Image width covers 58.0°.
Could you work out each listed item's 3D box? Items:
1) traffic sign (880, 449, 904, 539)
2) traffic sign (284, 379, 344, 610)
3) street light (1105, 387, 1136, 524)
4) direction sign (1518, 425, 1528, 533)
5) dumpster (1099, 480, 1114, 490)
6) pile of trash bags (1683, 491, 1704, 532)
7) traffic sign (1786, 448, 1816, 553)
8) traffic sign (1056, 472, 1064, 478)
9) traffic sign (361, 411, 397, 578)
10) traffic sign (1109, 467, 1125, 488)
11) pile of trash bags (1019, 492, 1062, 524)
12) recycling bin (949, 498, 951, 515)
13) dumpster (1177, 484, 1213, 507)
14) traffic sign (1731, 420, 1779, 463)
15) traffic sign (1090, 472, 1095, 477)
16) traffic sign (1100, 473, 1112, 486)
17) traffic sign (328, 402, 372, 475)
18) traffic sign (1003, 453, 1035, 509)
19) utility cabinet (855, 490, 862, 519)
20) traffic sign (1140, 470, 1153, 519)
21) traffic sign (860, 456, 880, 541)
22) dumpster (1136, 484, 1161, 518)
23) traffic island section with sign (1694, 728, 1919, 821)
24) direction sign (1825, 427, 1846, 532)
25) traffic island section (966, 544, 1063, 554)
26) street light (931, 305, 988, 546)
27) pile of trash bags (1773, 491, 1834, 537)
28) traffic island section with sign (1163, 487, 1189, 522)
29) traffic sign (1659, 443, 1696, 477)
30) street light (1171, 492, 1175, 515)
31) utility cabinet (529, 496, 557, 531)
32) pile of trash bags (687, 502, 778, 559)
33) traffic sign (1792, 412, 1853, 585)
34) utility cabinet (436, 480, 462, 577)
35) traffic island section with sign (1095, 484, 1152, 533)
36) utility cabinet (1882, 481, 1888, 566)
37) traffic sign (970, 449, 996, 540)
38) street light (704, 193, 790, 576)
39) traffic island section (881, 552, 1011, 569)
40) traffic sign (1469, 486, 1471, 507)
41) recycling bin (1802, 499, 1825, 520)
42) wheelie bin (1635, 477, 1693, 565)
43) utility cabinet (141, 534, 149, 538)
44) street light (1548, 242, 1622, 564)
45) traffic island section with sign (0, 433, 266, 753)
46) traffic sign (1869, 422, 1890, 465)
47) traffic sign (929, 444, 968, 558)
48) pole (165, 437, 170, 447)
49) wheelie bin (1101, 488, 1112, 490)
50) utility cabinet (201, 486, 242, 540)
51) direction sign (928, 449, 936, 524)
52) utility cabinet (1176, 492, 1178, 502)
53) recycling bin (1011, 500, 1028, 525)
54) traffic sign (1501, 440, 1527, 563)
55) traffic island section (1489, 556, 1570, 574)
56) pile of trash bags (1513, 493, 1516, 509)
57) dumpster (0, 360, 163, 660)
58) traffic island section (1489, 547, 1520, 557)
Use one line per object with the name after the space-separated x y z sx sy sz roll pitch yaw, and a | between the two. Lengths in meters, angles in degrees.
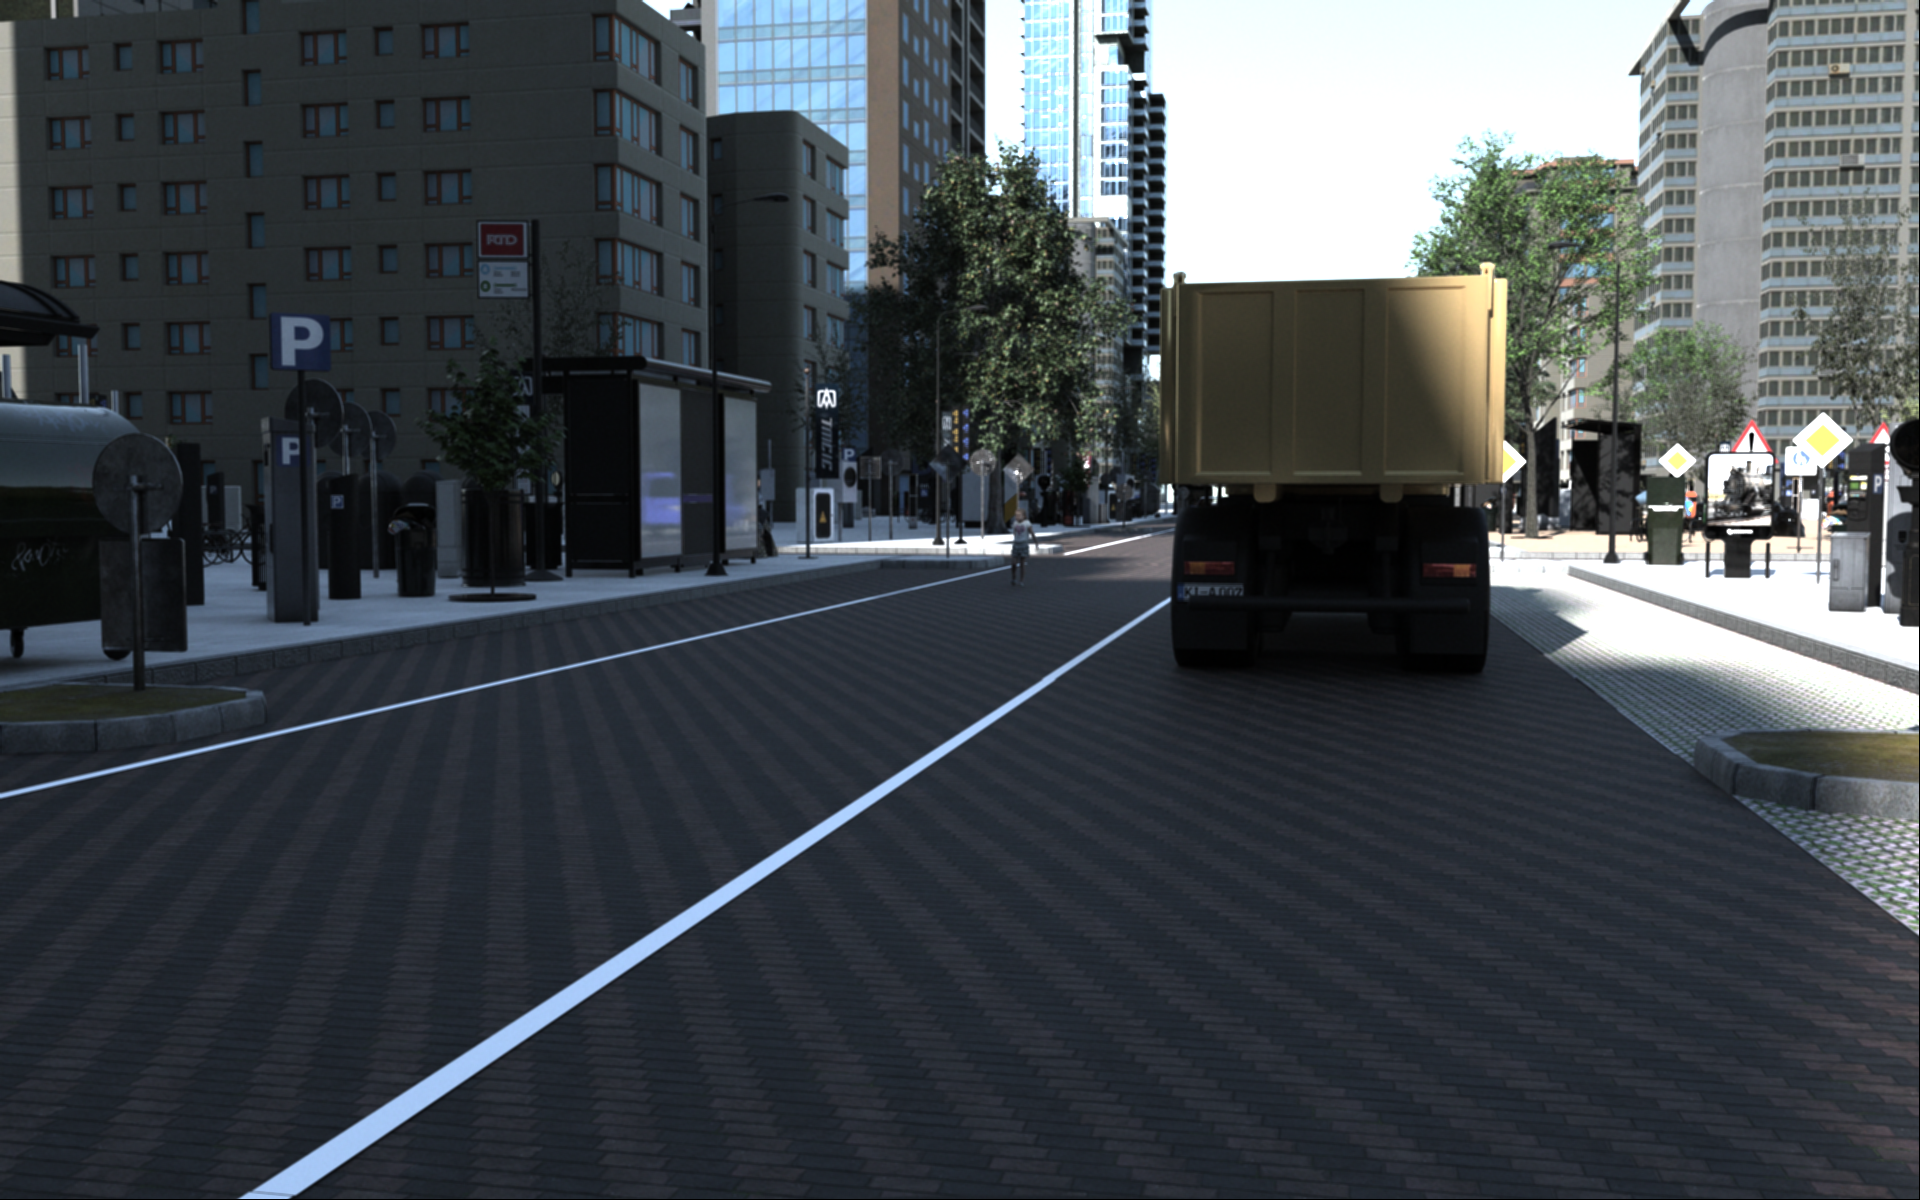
-1.954 -2.985 48.907 0.768 2.556 0.104 1 4 19 | traffic sign
-7.153 -1.165 19.154 0.768 2.556 0.104 1 4 17 | traffic sign
6.899 -6.270 75.060 1.470 5.913 1.316 1 4 12 | street light
18.548 -3.967 56.859 0.379 3.537 0.876 3 5 43 | direction sign
8.833 -6.422 107.492 1.502 2.255 1.985 1 4 12 | dumpster
25.350 -3.096 60.377 1.912 1.369 3.447 1 4 17 | pile of trash bags
18.387 -2.189 37.917 0.606 2.300 0.079 1 4 20 | traffic sign
4.571 -4.637 76.994 0.795 2.450 0.064 1 4 14 | traffic sign
-8.942 -1.611 26.450 0.768 2.556 0.104 1 4 18 | traffic sign
7.361 -4.961 81.223 0.768 2.556 0.104 1 4 15 | traffic sign
3.201 -3.961 74.507 1.912 1.369 3.447 2 4 24 | pile of trash bags
-0.450 -5.843 108.085 0.722 1.027 0.722 0 4 4 | recycling bin
12.944 -5.530 95.365 1.985 2.255 1.502 1 4 10 | dumpster
13.852 -1.858 30.374 0.884 2.594 0.081 1 4 18 | traffic sign
7.394 -6.079 99.503 0.768 2.556 0.104 1 4 17 | traffic sign
8.811 -6.380 104.420 0.768 2.556 0.104 1 4 14 | traffic sign
-8.479 -1.459 23.964 0.768 2.556 0.104 1 4 16 | traffic sign
1.429 -2.374 42.457 0.795 2.450 0.064 1 4 12 | traffic sign
-5.078 -4.793 87.039 0.318 1.500 1.173 0 4 -1 | utility cabinet
9.719 -5.546 90.775 0.768 2.556 0.104 1 4 21 | traffic sign
-2.440 -2.740 46.921 0.606 2.300 0.079 1 4 21 | traffic sign
10.140 -5.356 93.337 1.264 1.857 1.865 1 4 12 | dumpster
4.725 0.015 8.389 1.989 1.847 2.006 1 4 12 | traffic island section with sign
29.634 -4.079 58.687 0.876 3.537 0.379 -1 4 -22 | direction sign
1.404 -1.238 42.524 2.009 0.180 2.903 1 4 12 | traffic island section
-0.009 -4.304 42.907 1.470 5.913 1.316 1 4 12 | street light
24.972 -2.605 52.349 3.447 1.369 1.912 1 4 10 | pile of trash bags
11.767 -5.043 91.081 1.989 1.847 2.006 1 4 12 | traffic island section with sign
16.353 -2.346 39.539 0.795 2.450 0.064 1 4 17 | traffic sign
13.816 -8.229 107.084 1.470 5.913 1.316 1 4 12 | street light
-13.704 -2.808 57.067 0.306 1.237 1.020 2 4 35 | utility cabinet
-5.392 -1.577 35.530 3.447 1.369 1.912 1 4 21 | pile of trash bags
12.159 -1.425 24.477 0.795 2.450 0.064 1 4 13 | traffic sign
-7.948 -1.118 26.951 0.318 1.500 1.173 -1 4 -11 | utility cabinet
6.148 -3.430 64.715 1.989 1.847 2.006 1 4 12 | traffic island section with sign
16.321 -1.335 30.510 1.173 1.500 0.318 -3 4 -36 | utility cabinet
0.633 -2.970 48.660 0.768 2.556 0.104 1 4 14 | traffic sign
-3.315 -3.332 27.015 1.470 5.913 1.316 1 4 12 | street light
-0.264 -0.760 34.714 2.009 0.180 2.903 1 4 12 | traffic island section
11.835 -2.237 40.223 0.795 2.450 0.064 1 4 12 | traffic sign
41.989 -4.455 85.397 0.722 1.027 0.722 0 4 -2 | recycling bin
12.736 -1.434 31.347 0.980 1.594 0.693 1 4 22 | wheelie bin
-9.738 -0.547 20.099 0.306 1.237 1.020 0 4 -6 | utility cabinet
11.506 -3.632 31.922 1.470 5.913 1.316 1 4 12 | street light
-5.411 -0.118 10.555 1.989 1.847 2.006 1 4 12 | traffic island section with sign
16.686 -1.919 31.383 0.884 2.594 0.081 1 4 17 | traffic sign
-0.239 -1.896 34.648 0.795 2.450 0.064 1 4 12 | traffic sign
-28.285 -4.169 61.999 0.158 3.312 0.155 0 3 0 | pole
7.970 -5.310 94.724 0.980 1.594 0.693 -1 4 -13 | wheelie bin
-20.325 -2.369 47.412 1.173 1.500 0.318 -1 4 -11 | utility cabinet
-1.166 -4.967 73.208 0.379 3.537 0.876 0 4 4 | direction sign
14.768 -6.485 114.712 1.173 1.500 0.318 -1 4 -15 | utility cabinet
2.379 -3.655 72.313 0.722 1.027 0.722 -2 4 -29 | recycling bin
10.167 -1.760 32.413 0.795 2.450 0.064 1 4 12 | traffic sign
10.192 -0.624 32.485 2.009 0.180 2.903 1 4 12 | traffic island section
27.629 -4.951 90.707 3.447 1.369 1.912 -1 4 -22 | pile of trash bags
-7.069 -0.620 12.628 1.502 2.255 1.985 1 4 12 | dumpster
11.859 -1.102 40.295 2.009 0.180 2.903 1 4 12 | traffic island section
